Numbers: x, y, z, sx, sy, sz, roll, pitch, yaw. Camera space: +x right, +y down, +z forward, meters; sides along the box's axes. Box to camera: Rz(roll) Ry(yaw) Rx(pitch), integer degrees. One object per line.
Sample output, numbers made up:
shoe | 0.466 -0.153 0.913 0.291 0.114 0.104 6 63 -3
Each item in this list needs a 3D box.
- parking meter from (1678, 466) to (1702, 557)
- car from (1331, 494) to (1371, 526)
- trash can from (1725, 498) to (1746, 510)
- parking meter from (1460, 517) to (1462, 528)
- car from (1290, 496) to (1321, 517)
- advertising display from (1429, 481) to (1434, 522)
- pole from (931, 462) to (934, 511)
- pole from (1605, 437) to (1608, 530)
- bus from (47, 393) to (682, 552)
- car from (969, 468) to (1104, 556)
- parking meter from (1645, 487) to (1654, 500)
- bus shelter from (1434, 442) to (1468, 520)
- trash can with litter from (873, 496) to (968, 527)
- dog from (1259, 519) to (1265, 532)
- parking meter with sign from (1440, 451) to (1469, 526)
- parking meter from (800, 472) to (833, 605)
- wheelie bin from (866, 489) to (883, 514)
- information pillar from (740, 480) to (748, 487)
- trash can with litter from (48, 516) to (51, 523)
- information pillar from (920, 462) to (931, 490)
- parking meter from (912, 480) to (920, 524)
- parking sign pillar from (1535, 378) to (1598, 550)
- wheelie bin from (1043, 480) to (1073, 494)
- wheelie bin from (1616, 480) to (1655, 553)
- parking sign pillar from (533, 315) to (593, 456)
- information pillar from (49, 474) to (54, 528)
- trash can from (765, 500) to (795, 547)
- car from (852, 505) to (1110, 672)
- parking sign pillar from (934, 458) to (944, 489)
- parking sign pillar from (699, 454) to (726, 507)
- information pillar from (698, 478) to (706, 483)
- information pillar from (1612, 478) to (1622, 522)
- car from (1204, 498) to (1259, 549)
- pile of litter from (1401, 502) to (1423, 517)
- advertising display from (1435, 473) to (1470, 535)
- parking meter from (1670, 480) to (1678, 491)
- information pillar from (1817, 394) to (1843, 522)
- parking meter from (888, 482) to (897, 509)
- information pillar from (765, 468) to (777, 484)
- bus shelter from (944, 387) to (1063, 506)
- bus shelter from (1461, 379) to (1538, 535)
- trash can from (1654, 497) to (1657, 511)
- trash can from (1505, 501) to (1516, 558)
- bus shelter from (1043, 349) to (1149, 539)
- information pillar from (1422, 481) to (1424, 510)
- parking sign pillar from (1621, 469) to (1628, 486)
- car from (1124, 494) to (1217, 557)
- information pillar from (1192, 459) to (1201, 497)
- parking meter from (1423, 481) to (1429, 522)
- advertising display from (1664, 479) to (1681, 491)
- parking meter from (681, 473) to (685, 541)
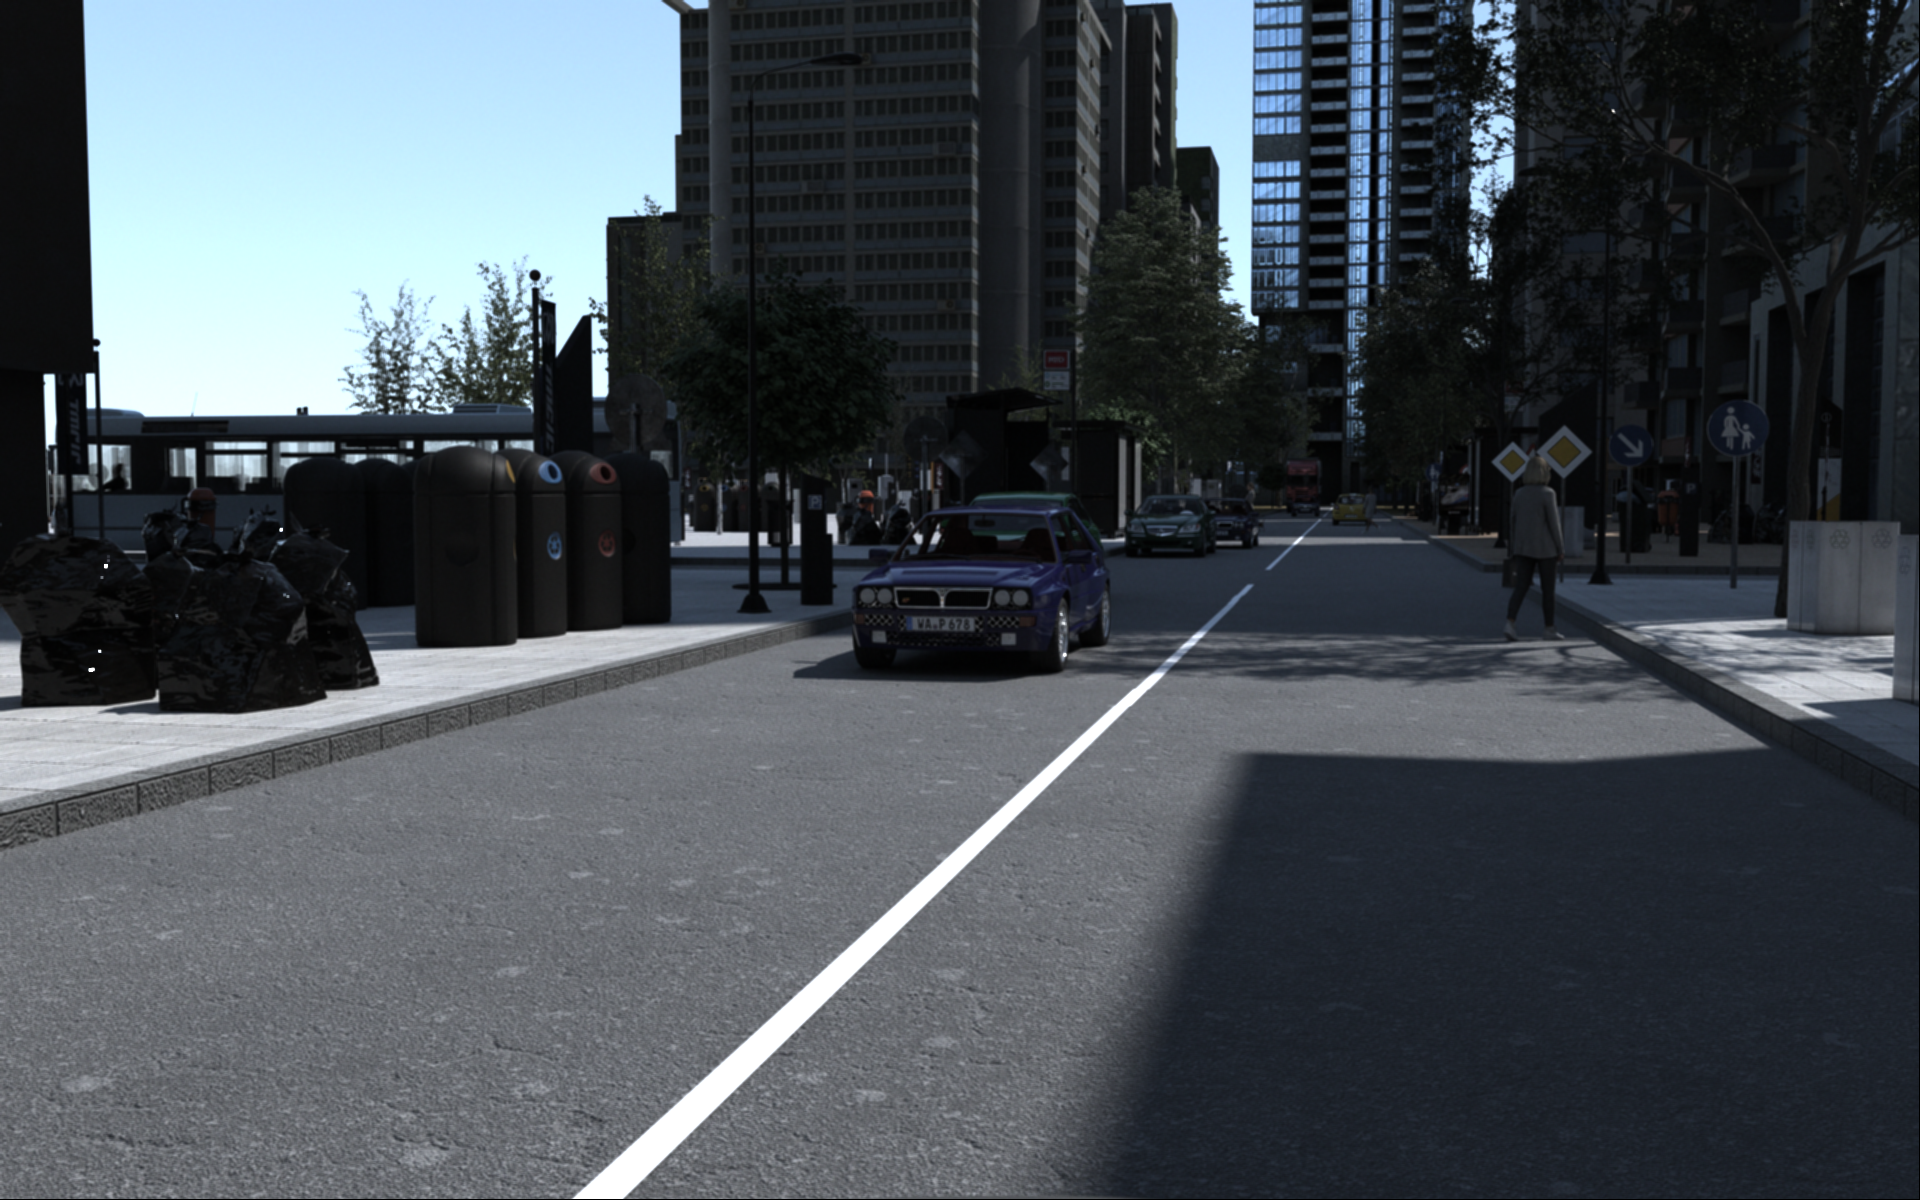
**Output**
parking meter | 15.036 -1.830 35.629 0.399 1.863 0.255 1 4 22
car | 18.181 -4.284 80.267 2.015 1.641 3.980 1 4 14
trash can | 26.954 -2.970 60.215 0.748 1.137 0.748 0 3 0
parking meter | 18.562 -3.607 64.680 0.399 1.863 0.255 2 4 32
car | 22.109 -6.005 110.760 1.945 1.354 3.894 1 4 12
advertising display | 21.817 -4.490 78.619 0.974 1.923 0.123 0 4 2
pole | -1.108 -4.403 65.835 0.158 3.312 0.155 0 3 0
pole | 23.171 -4.185 62.272 0.158 3.312 0.155 0 3 0
bus | -12.308 -2.434 34.657 13.247 3.499 2.948 1 4 11
car | 0.836 -0.873 23.068 1.959 1.807 4.718 1 4 12
parking meter | 26.321 -3.534 66.186 0.372 1.533 0.369 0 3 0
bus shelter | 23.320 -5.527 81.643 1.731 3.624 6.357 1 4 13
trash can with litter | -0.490 -1.532 36.106 2.233 1.210 1.678 -1 4 -15
dog | 11.420 -2.869 66.192 0.540 0.507 0.406 1 4 21
parking meter with sign | 20.220 -4.486 69.604 1.738 3.016 0.543 0 4 3
parking meter | -1.663 -0.714 20.080 0.372 1.533 0.369 0 3 0
wheelie bin | -5.158 -6.181 108.966 0.980 1.594 0.693 -2 4 -24
information pillar | -11.262 -5.250 90.328 0.304 2.012 0.304 1 4 20
trash can with litter | -40.349 -4.028 77.237 0.624 1.170 1.055 2 4 32
information pillar | -1.175 -4.175 59.624 0.183 3.616 0.504 -3 5 -40
parking meter | -1.776 -4.049 71.905 0.399 1.863 0.255 2 4 25
parking sign pillar | 14.128 -3.178 40.426 1.447 3.967 1.447 0 4 6
wheelie bin | 2.176 -1.918 39.271 0.980 1.594 0.693 0 4 -7
wheelie bin | 14.797 -1.841 38.002 0.693 1.594 0.980 2 4 35
parking sign pillar | -5.849 -2.270 25.583 1.447 3.967 1.447 1 4 9
information pillar | -33.821 -3.687 64.778 0.304 2.012 0.304 3 4 37
trash can | -4.368 -1.859 42.044 0.748 1.137 0.748 0 3 0
car | 0.275 -0.166 15.287 1.945 1.354 3.894 1 4 13
parking sign pillar | -1.473 -6.938 101.914 1.447 3.967 1.447 0 4 -6
parking sign pillar | -12.068 -5.873 84.488 1.447 3.967 1.447 0 4 -7
information pillar | -11.805 -4.589 79.523 0.304 2.012 0.304 1 4 14
information pillar | 29.698 -4.513 78.272 0.304 2.012 0.304 0 4 -8
car | 7.103 -2.086 46.687 1.945 1.354 3.894 1 4 13
pile of litter | 25.286 -5.018 96.009 1.719 0.858 1.176 1 4 12
advertising display | 15.352 -2.975 53.851 0.974 1.923 0.123 0 4 -3
parking meter | 28.692 -3.902 69.512 0.399 1.863 0.255 -2 4 -30
information pillar | 20.178 -2.989 40.220 0.504 3.616 0.183 2 4 28
parking meter | -3.258 -4.756 83.471 0.399 1.863 0.255 -2 4 -27
information pillar | -7.322 -4.644 67.285 0.504 3.616 0.183 0 4 7
bus shelter | 1.118 -3.060 41.313 1.731 3.624 6.357 1 4 13
bus shelter | 18.061 -4.926 58.168 2.179 5.291 8.768 1 4 13
trash can | 30.591 -3.933 75.962 0.748 1.137 0.748 0 3 0
trash can | 10.904 -1.334 33.457 0.748 1.137 0.748 0 3 0
bus shelter | 3.946 -4.459 50.535 2.179 5.291 8.768 1 4 13
information pillar | 26.208 -5.714 97.920 0.304 2.012 0.304 0 4 5
parking sign pillar | 39.202 -6.872 100.825 1.447 3.967 1.447 1 4 9
car | 5.013 -1.777 40.859 2.131 1.459 4.920 1 4 13
information pillar | 12.842 -6.270 93.863 0.504 3.616 0.183 0 4 -3
parking meter | 21.412 -4.517 79.570 0.255 1.863 0.399 1 4 19
advertising display | 29.745 -4.089 72.070 0.974 1.923 0.123 -1 4 -11
parking meter | -7.729 -2.573 47.776 0.255 1.863 0.399 -1 4 -10
